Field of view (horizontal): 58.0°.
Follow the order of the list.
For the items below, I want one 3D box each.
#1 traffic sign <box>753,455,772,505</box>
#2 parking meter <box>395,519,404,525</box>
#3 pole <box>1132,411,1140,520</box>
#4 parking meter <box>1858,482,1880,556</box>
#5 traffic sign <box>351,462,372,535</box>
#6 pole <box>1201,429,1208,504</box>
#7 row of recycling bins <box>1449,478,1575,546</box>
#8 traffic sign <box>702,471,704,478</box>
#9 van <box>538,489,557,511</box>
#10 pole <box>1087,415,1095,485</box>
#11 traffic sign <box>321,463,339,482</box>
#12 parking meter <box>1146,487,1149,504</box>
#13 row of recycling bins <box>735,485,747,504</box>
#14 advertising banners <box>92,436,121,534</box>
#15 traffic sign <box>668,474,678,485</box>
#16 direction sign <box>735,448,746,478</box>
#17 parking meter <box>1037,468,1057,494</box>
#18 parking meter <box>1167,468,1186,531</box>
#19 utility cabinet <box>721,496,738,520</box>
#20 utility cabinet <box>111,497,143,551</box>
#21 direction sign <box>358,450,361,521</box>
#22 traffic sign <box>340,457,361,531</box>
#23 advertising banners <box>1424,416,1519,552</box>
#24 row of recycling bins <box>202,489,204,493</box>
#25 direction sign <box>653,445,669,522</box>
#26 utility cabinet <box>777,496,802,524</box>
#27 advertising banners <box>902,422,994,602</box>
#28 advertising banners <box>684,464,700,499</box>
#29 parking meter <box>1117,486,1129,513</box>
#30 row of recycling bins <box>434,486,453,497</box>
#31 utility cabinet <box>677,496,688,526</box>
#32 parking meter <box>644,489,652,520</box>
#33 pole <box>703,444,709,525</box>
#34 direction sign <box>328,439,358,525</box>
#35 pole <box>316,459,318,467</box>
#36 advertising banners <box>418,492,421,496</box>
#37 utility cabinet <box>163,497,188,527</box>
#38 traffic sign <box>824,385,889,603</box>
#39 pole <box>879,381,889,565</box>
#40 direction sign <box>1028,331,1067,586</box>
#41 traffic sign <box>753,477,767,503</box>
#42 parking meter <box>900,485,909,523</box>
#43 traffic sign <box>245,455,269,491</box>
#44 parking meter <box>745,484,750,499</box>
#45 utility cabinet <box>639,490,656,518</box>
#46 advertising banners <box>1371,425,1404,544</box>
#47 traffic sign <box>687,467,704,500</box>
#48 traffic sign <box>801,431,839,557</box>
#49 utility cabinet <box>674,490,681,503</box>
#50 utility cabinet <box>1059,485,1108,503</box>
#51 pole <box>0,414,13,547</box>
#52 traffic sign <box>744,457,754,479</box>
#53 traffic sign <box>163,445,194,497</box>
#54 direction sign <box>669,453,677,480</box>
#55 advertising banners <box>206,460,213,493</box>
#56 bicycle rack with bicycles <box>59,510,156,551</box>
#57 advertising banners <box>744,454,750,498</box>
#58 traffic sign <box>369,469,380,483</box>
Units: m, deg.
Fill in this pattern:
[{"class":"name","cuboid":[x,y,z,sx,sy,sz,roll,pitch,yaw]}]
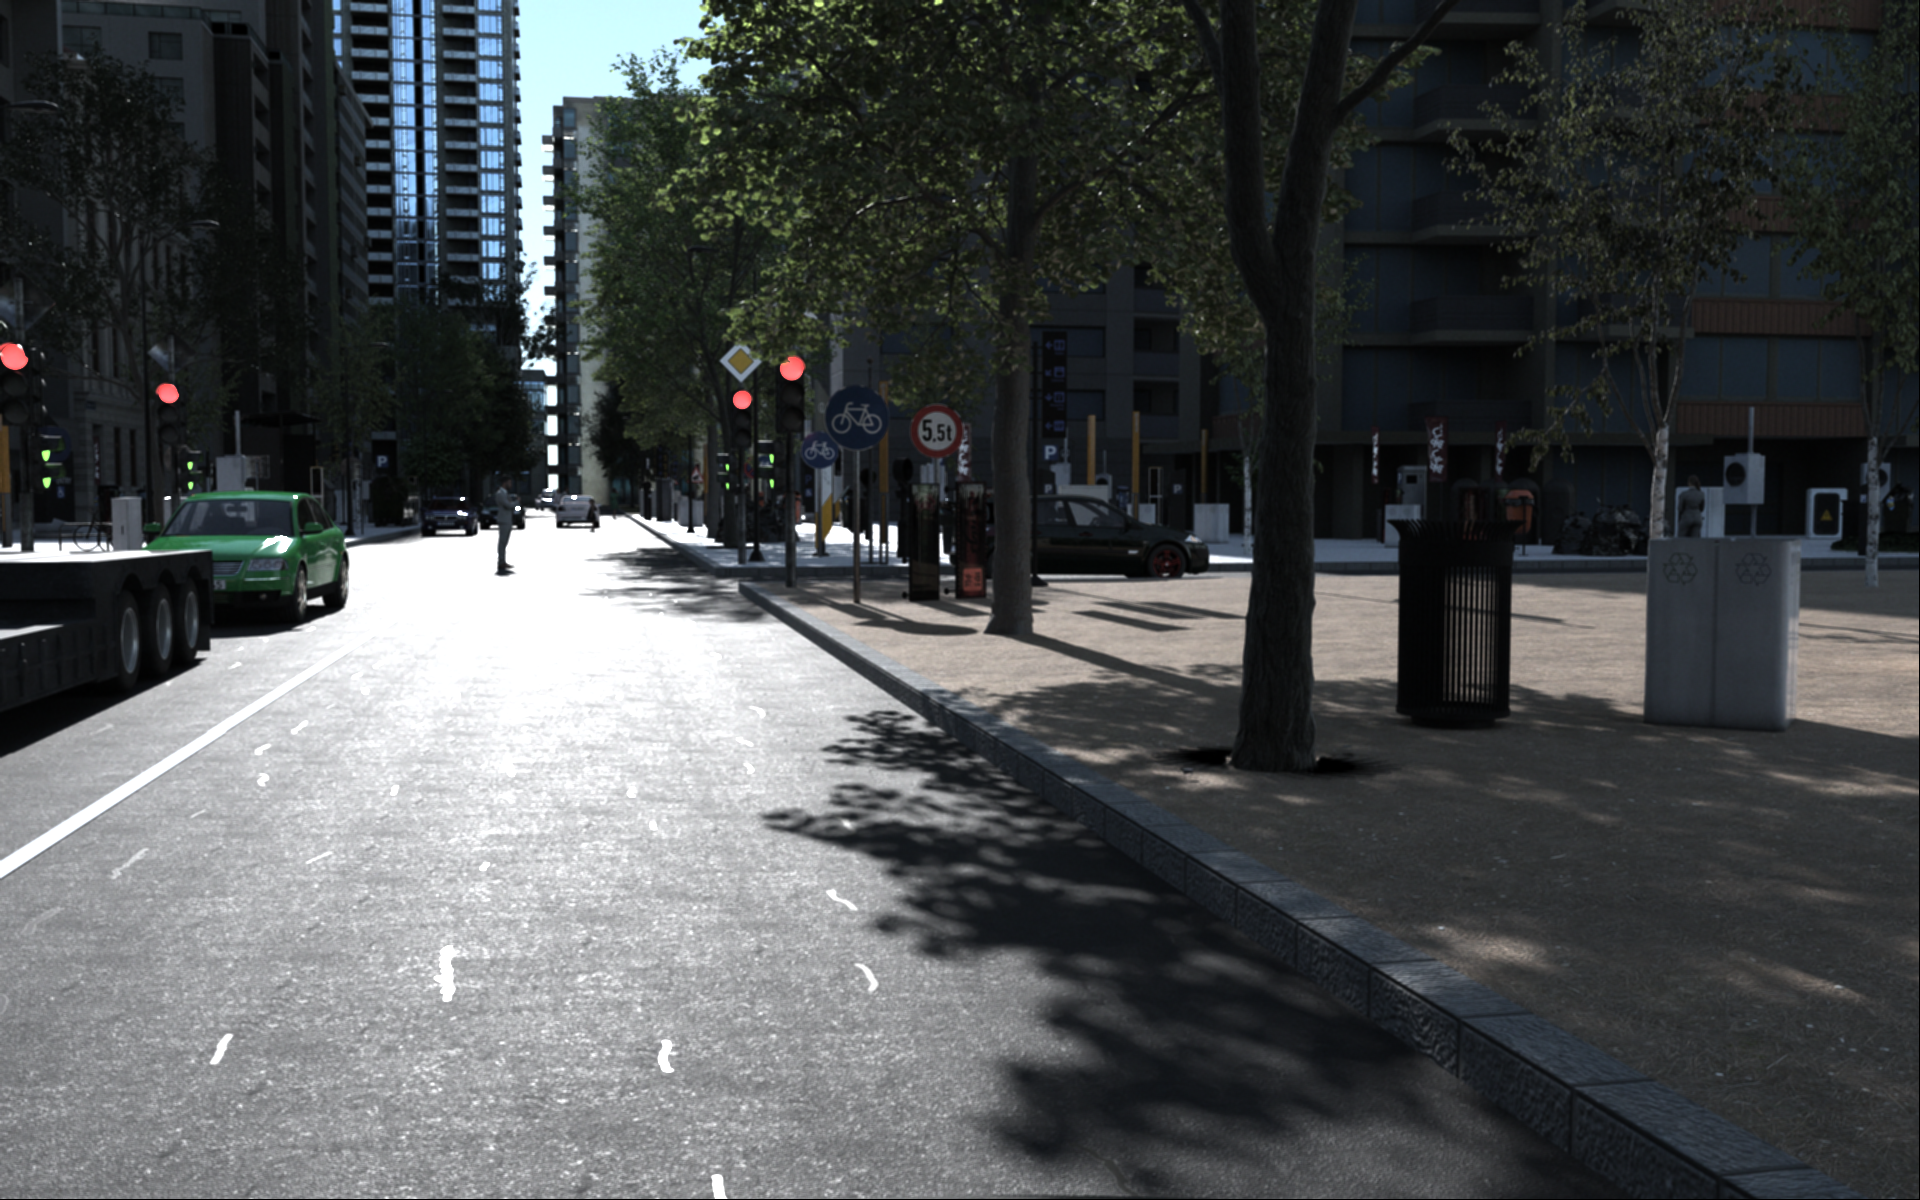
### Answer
[{"class":"traffic sign","cuboid":[-6.446,-3.491,57.191,0.768,2.556,0.104,-1,4,-10]},{"class":"parking meter","cuboid":[-23.107,-3.849,71.341,0.372,1.533,0.369,0,3,0]},{"class":"pole","cuboid":[4.329,-2.989,42.713,0.158,3.312,0.155,0,3,0]},{"class":"parking meter","cuboid":[18.892,-1.687,35.992,0.372,1.533,0.369,0,3,0]},{"class":"traffic sign","cuboid":[-18.894,-3.215,54.702,0.606,2.300,0.079,-1,4,-11]},{"class":"pole","cuboid":[7.684,-3.707,54.461,0.158,3.312,0.155,0,3,0]},{"class":"row of recycling bins","cuboid":[14.072,-2.276,44.322,1.069,1.692,3.534,-3,5,-39]},{"class":"traffic sign","cuboid":[-11.904,-5.053,82.722,0.768,2.556,0.104,0,4,-6]},{"class":"van","cuboid":[-35.079,-8.644,148.341,2.013,2.044,4.112,-1,4,-13]},{"class":"pole","cuboid":[3.385,-3.110,44.690,0.158,3.312,0.155,0,3,0]},{"class":"traffic sign","cuboid":[-25.587,-4.291,70.267,0.768,2.556,0.104,0,4,-3]},{"class":"parking meter","cuboid":[6.479,-3.064,58.515,0.372,1.533,0.369,0,3,0]},{"class":"row of recycling bins","cuboid":[-10.413,-4.526,81.110,1.069,1.692,3.534,-1,4,-11]},{"class":"advertising banners","cuboid":[-26.089,-3.472,52.962,0.090,3.025,2.074,0,4,-6]},{"class":"traffic sign","cuboid":[-16.174,-5.925,96.871,0.884,2.594,0.081,0,4,-6]},{"class":"direction sign","cuboid":[-10.882,-5.742,85.876,0.379,3.537,0.876,-3,5,-43]},{"class":"parking meter","cuboid":[1.957,-2.047,39.179,0.399,1.863,0.255,-1,4,-22]},{"class":"parking meter","cuboid":[4.901,-2.055,39.306,0.399,1.863,0.255,0,4,-1]},{"class":"utility cabinet","cuboid":[-8.666,-3.295,65.028,0.306,1.237,1.020,1,4,13]},{"class":"utility cabinet","cuboid":[-16.949,-1.472,35.223,0.306,1.237,1.020,-3,5,-42]},{"class":"direction sign","cuboid":[-28.289,-5.454,81.172,0.379,3.537,0.876,-2,4,-34]},{"class":"traffic sign","cuboid":[-20.748,-3.606,59.071,0.768,2.556,0.104,0,4,-6]},{"class":"advertising banners","cuboid":[11.375,-2.590,38.530,2.074,3.025,0.090,1,4,13]},{"class":"row of recycling bins","cuboid":[-43.182,-5.350,94.587,3.534,1.692,1.069,-1,4,-21]},{"class":"direction sign","cuboid":[-13.924,-5.370,79.791,0.379,3.537,0.876,-3,4,-38]},{"class":"utility cabinet","cuboid":[-7.213,-3.792,73.166,1.020,1.237,0.306,-1,4,-17]},{"class":"advertising banners","cuboid":[0.111,-1.531,21.218,2.074,3.025,0.090,-3,5,-41]},{"class":"advertising banners","cuboid":[-15.578,-6.393,100.708,0.090,3.025,2.074,-2,4,-34]},{"class":"parking meter","cuboid":[4.857,-2.642,51.603,0.372,1.533,0.369,0,3,0]},{"class":"row of recycling bins","cuboid":[-28.358,-5.353,94.632,1.069,1.692,3.534,-2,4,-26]},{"class":"utility cabinet","cuboid":[-11.270,-3.627,70.455,0.306,1.237,1.020,-1,4,-19]},{"class":"parking meter","cuboid":[-15.421,-4.716,85.522,0.372,1.533,0.369,0,3,0]},{"class":"pole","cuboid":[-10.354,-4.700,70.695,0.158,3.312,0.155,0,3,0]},{"class":"direction sign","cuboid":[-25.566,-4.878,71.759,0.876,3.537,0.379,-2,4,-30]},{"class":"pole","cuboid":[-37.674,-6.577,101.378,0.158,3.312,0.155,0,3,0]},{"class":"advertising banners","cuboid":[-30.981,-6.417,101.102,2.074,3.025,0.090,1,4,16]},{"class":"utility cabinet","cuboid":[-15.437,-1.447,34.824,1.020,1.237,0.306,0,4,-2]},{"class":"traffic sign","cuboid":[-1.214,-1.237,20.324,0.768,2.556,0.104,-1,4,-11]},{"class":"pole","cuboid":[-1.379,-2.292,31.321,0.158,3.312,0.155,0,3,0]},{"class":"direction sign","cuboid":[1.047,-1.968,24.170,0.876,3.537,0.379,0,4,-1]},{"class":"traffic sign","cuboid":[-6.513,-3.559,58.201,0.884,2.594,0.081,0,4,-8]},{"class":"parking meter","cuboid":[-1.218,-1.970,40.625,0.372,1.533,0.369,0,3,0]},{"class":"traffic sign","cuboid":[-18.613,-2.676,45.883,0.606,2.300,0.079,0,4,-4]},{"class":"parking meter","cuboid":[-12.159,-5.709,99.056,0.255,1.863,0.399,-1,4,-9]},{"class":"utility cabinet","cuboid":[-16.617,-5.157,93.002,1.173,1.500,0.318,1,4,22]},{"class":"advertising banners","cuboid":[11.083,-2.984,44.975,0.090,3.025,2.074,3,4,38]},{"class":"traffic sign","cuboid":[-12.426,-4.994,81.663,0.884,2.594,0.081,0,4,-4]},{"class":"traffic sign","cuboid":[-2.844,-2.144,35.164,0.768,2.556,0.104,0,4,-4]},{"class":"utility cabinet","cuboid":[-16.428,-5.627,100.681,0.318,1.500,1.173,-1,4,-16]},{"class":"utility cabinet","cuboid":[3.025,-2.065,42.436,1.173,1.500,0.318,0,4,-5]},{"class":"pole","cuboid":[-22.932,-2.920,41.588,0.158,3.312,0.155,0,3,0]},{"class":"traffic sign","cuboid":[-6.946,-3.580,58.644,0.768,2.556,0.104,0,4,-4]},{"class":"traffic sign","cuboid":[-19.784,-2.679,43.901,0.768,2.556,0.104,0,4,-6]},{"class":"direction sign","cuboid":[-15.936,-6.301,95.017,0.876,3.537,0.379,0,4,7]},{"class":"advertising banners","cuboid":[-39.028,-5.741,90.048,0.090,3.025,2.074,-2,4,-33]},{"class":"bicycle rack with bicycles","cuboid":[-18.772,-1.578,39.187,2.852,0.926,2.925,2,4,32]},{"class":"advertising banners","cuboid":[-9.319,-4.868,75.778,0.090,3.025,2.074,0,4,-1]},{"class":"traffic sign","cuboid":[-27.271,-4.857,80.590,0.795,2.450,0.064,0,4,-4]}]
